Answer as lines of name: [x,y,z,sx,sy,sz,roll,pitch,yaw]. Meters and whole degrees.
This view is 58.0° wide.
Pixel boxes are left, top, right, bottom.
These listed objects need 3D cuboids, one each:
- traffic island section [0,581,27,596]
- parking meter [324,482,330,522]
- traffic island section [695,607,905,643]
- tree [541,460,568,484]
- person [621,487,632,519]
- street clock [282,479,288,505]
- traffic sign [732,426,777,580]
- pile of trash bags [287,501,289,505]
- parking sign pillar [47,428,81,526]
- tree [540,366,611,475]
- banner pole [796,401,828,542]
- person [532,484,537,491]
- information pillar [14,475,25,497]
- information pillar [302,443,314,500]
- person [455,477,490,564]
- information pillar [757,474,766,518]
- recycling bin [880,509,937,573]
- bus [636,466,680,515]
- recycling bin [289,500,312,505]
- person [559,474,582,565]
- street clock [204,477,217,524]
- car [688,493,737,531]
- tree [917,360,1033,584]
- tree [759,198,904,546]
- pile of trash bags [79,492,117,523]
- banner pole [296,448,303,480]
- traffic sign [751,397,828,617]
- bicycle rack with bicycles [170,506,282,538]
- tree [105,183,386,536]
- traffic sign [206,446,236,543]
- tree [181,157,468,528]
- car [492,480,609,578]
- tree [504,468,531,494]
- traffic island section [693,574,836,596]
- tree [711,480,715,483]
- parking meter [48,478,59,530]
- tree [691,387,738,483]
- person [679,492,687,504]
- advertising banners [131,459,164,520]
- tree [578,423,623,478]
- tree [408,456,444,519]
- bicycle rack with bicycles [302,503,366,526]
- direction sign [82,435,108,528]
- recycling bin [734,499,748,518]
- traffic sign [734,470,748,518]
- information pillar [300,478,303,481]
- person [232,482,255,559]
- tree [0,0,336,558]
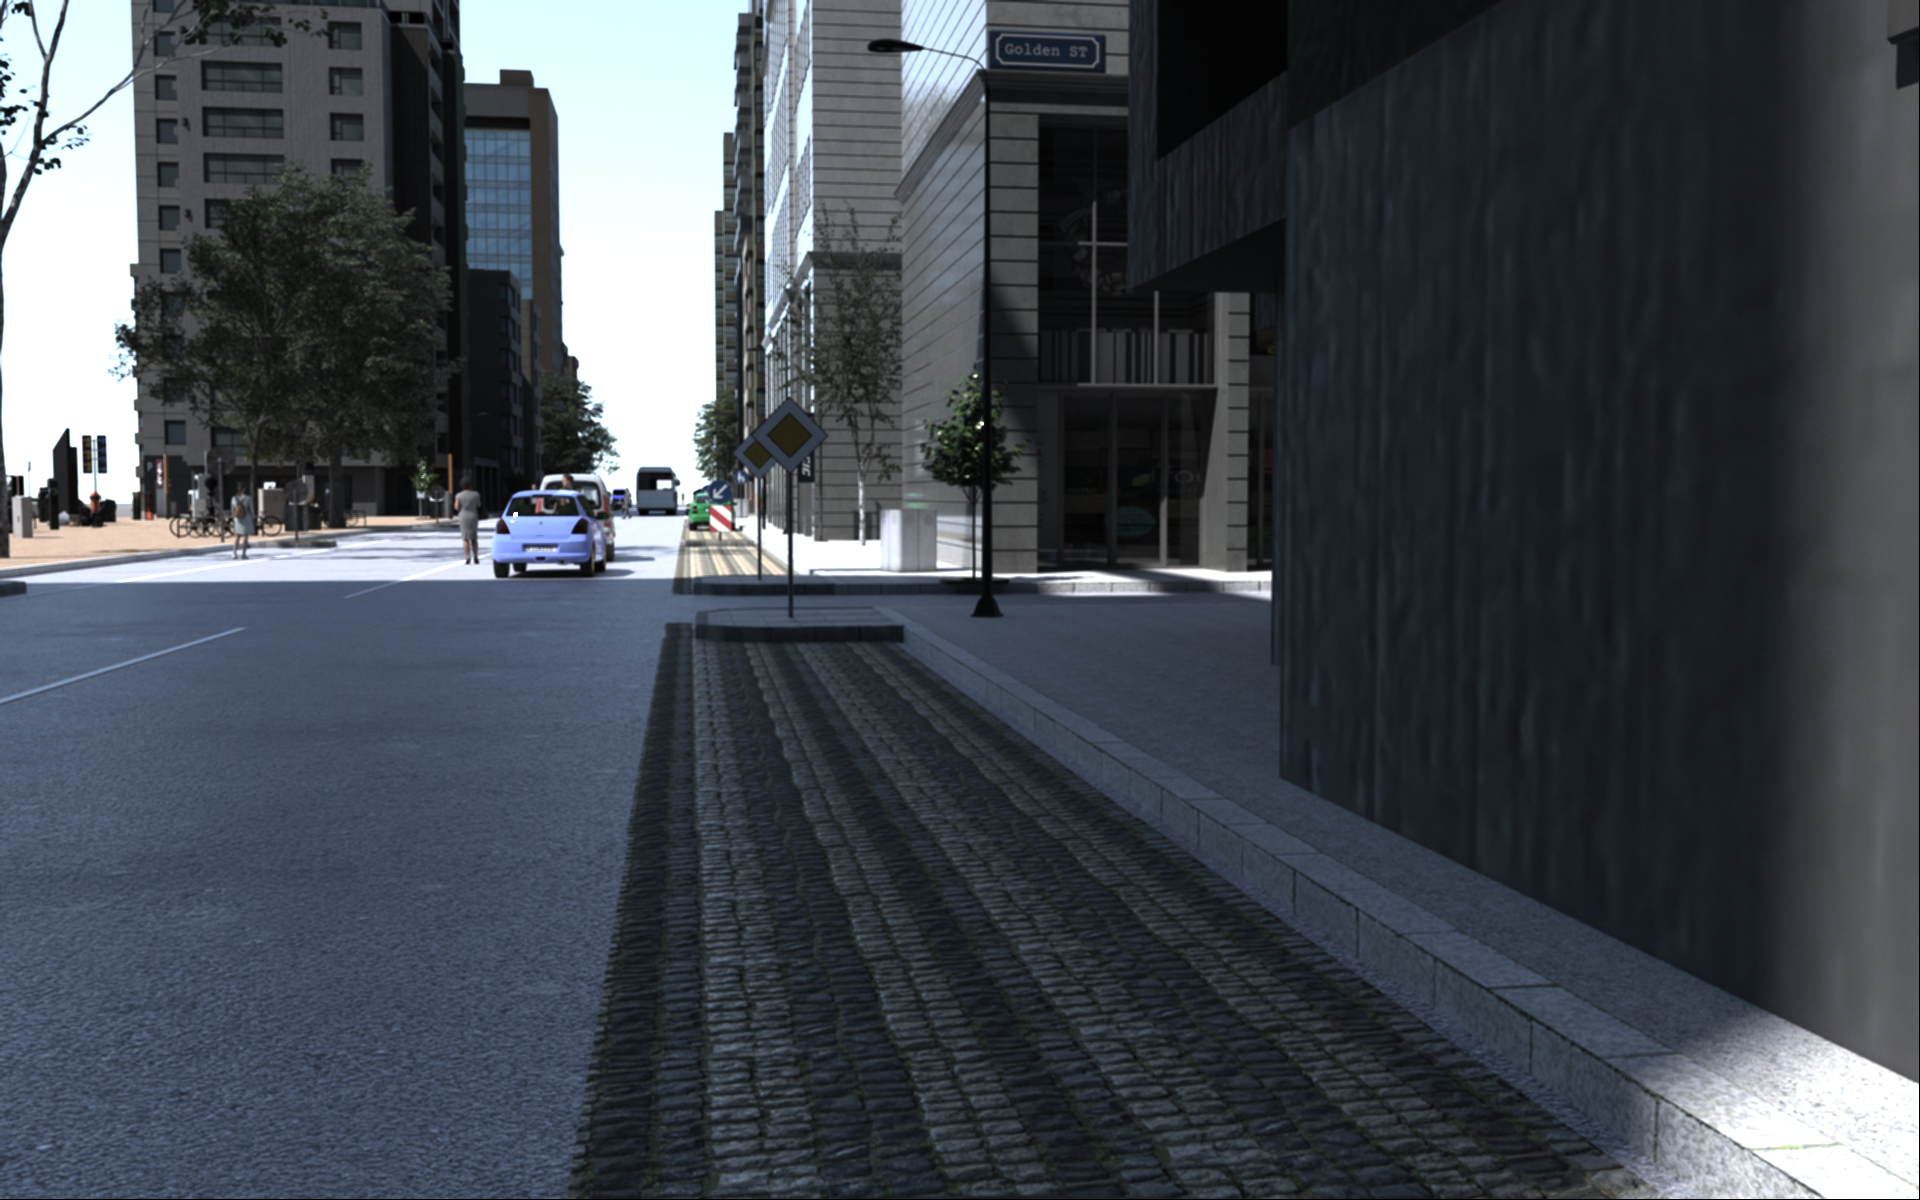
traffic island section: [-14.430,-0.114,24.147,2.009,0.180,2.903,-1,4,-9]
parking meter: [-28.590,-4.454,78.528,0.399,1.863,0.255,1,4,22]
traffic island section: [-1.741,0.259,18.039,2.009,0.180,2.903,-1,4,-9]
tree: [-38.832,-11.116,165.464,4.285,4.588,4.351,0,3,0]
person: [-19.142,-5.546,99.279,0.767,1.812,0.694,-2,4,-33]
street clock: [-32.852,-4.880,84.365,0.358,2.002,0.471,-1,4,-10]
traffic sign: [-2.999,-1.358,25.848,0.795,2.450,0.064,-1,4,-9]
pile of trash bags: [-36.963,-5.151,93.964,1.912,1.369,3.447,-3,4,-38]
parking sign pillar: [-36.638,-5.044,70.937,1.447,3.967,1.447,3,4,38]
tree: [-39.975,-16.277,172.777,9.857,13.997,8.962,0,3,0]
banner pole: [-3.996,-3.472,46.784,0.863,3.779,0.401,0,4,-4]
person: [-15.499,-3.340,63.201,0.635,1.810,0.391,2,4,32]
information pillar: [-36.749,-3.861,67.617,0.304,2.012,0.304,1,4,18]
information pillar: [-28.746,-5.201,76.397,0.183,3.616,0.504,3,5,40]
person: [-10.018,-1.631,35.520,0.716,1.782,0.532,-2,4,-30]
information pillar: [-10.447,-6.107,91.207,0.504,3.616,0.183,0,4,4]
recycling bin: [-0.854,-0.981,28.595,0.722,1.027,0.722,-2,4,-30]
bus: [-21.183,-7.745,121.489,2.948,3.499,13.247,-1,4,-8]
recycling bin: [-27.740,-3.689,72.867,0.722,1.027,0.722,0,4,-2]
person: [-7.994,-1.642,35.251,0.656,1.842,0.836,-2,4,-32]
street clock: [-32.515,-4.321,75.220,0.358,2.002,0.471,2,4,35]
car: [-9.801,-3.655,68.554,1.959,1.807,4.718,0,4,-8]
tree: [0.317,-1.867,25.126,1.663,3.219,1.824,0,3,0]
tree: [-2.562,-5.645,42.655,4.360,8.622,3.978,0,3,0]
pile of trash bags: [-39.172,-4.191,78.279,1.912,1.369,3.447,-2,4,-31]
banner pole: [-33.764,-6.029,88.591,0.401,3.779,0.863,0,4,7]
traffic sign: [-1.764,-0.876,17.959,0.795,2.450,0.064,-1,4,-9]
bicycle rack with bicycles: [-22.036,-2.326,51.415,2.925,0.926,2.852,0,4,1]
tree: [-21.798,-7.247,52.905,8.767,10.594,7.601,-1,4,-13]
traffic sign: [-19.534,-2.795,45.808,0.768,2.556,0.104,0,4,-4]
tree: [-23.474,-9.656,64.530,9.857,13.997,8.962,0,3,0]
car: [-7.287,-1.308,30.970,1.945,1.707,3.694,0,4,-7]
tree: [-33.016,-8.297,130.263,1.663,3.219,1.824,0,3,0]
traffic island section: [-2.977,-0.223,25.929,2.009,0.180,2.903,-1,4,-9]
tree: [-30.963,-13.626,217.390,1.663,3.219,1.824,0,3,0]
parking meter: [-32.605,-3.462,62.308,0.255,1.863,0.399,-3,4,-37]
tree: [-24.979,-16.229,183.473,7.486,12.596,7.792,0,3,0]
person: [-38.265,-14.076,239.353,1.217,1.735,0.721,0,4,8]
advertising banners: [-40.164,-5.474,85.681,2.074,3.025,0.090,1,4,18]
tree: [-53.633,-20.186,255.797,9.928,11.665,9.643,0,3,0]
tree: [-27.087,-5.698,87.769,1.663,3.219,1.824,0,3,0]
bicycle rack with bicycles: [-25.281,-3.410,69.136,2.852,0.926,2.925,2,4,24]
direction sign: [-33.158,-4.552,66.420,0.876,3.537,0.379,-1,4,-10]
recycling bin: [-11.775,-4.928,93.127,0.722,1.027,0.722,-1,4,-8]
traffic sign: [-11.498,-5.565,91.088,0.768,2.556,0.104,0,4,-1]
information pillar: [-30.731,-4.691,81.183,0.304,2.012,0.304,-1,4,-13]
person: [-15.792,-1.749,38.105,0.512,1.701,0.522,-1,4,-9]
tree: [-19.476,-10.988,35.535,12.611,20.169,13.585,0,3,0]
